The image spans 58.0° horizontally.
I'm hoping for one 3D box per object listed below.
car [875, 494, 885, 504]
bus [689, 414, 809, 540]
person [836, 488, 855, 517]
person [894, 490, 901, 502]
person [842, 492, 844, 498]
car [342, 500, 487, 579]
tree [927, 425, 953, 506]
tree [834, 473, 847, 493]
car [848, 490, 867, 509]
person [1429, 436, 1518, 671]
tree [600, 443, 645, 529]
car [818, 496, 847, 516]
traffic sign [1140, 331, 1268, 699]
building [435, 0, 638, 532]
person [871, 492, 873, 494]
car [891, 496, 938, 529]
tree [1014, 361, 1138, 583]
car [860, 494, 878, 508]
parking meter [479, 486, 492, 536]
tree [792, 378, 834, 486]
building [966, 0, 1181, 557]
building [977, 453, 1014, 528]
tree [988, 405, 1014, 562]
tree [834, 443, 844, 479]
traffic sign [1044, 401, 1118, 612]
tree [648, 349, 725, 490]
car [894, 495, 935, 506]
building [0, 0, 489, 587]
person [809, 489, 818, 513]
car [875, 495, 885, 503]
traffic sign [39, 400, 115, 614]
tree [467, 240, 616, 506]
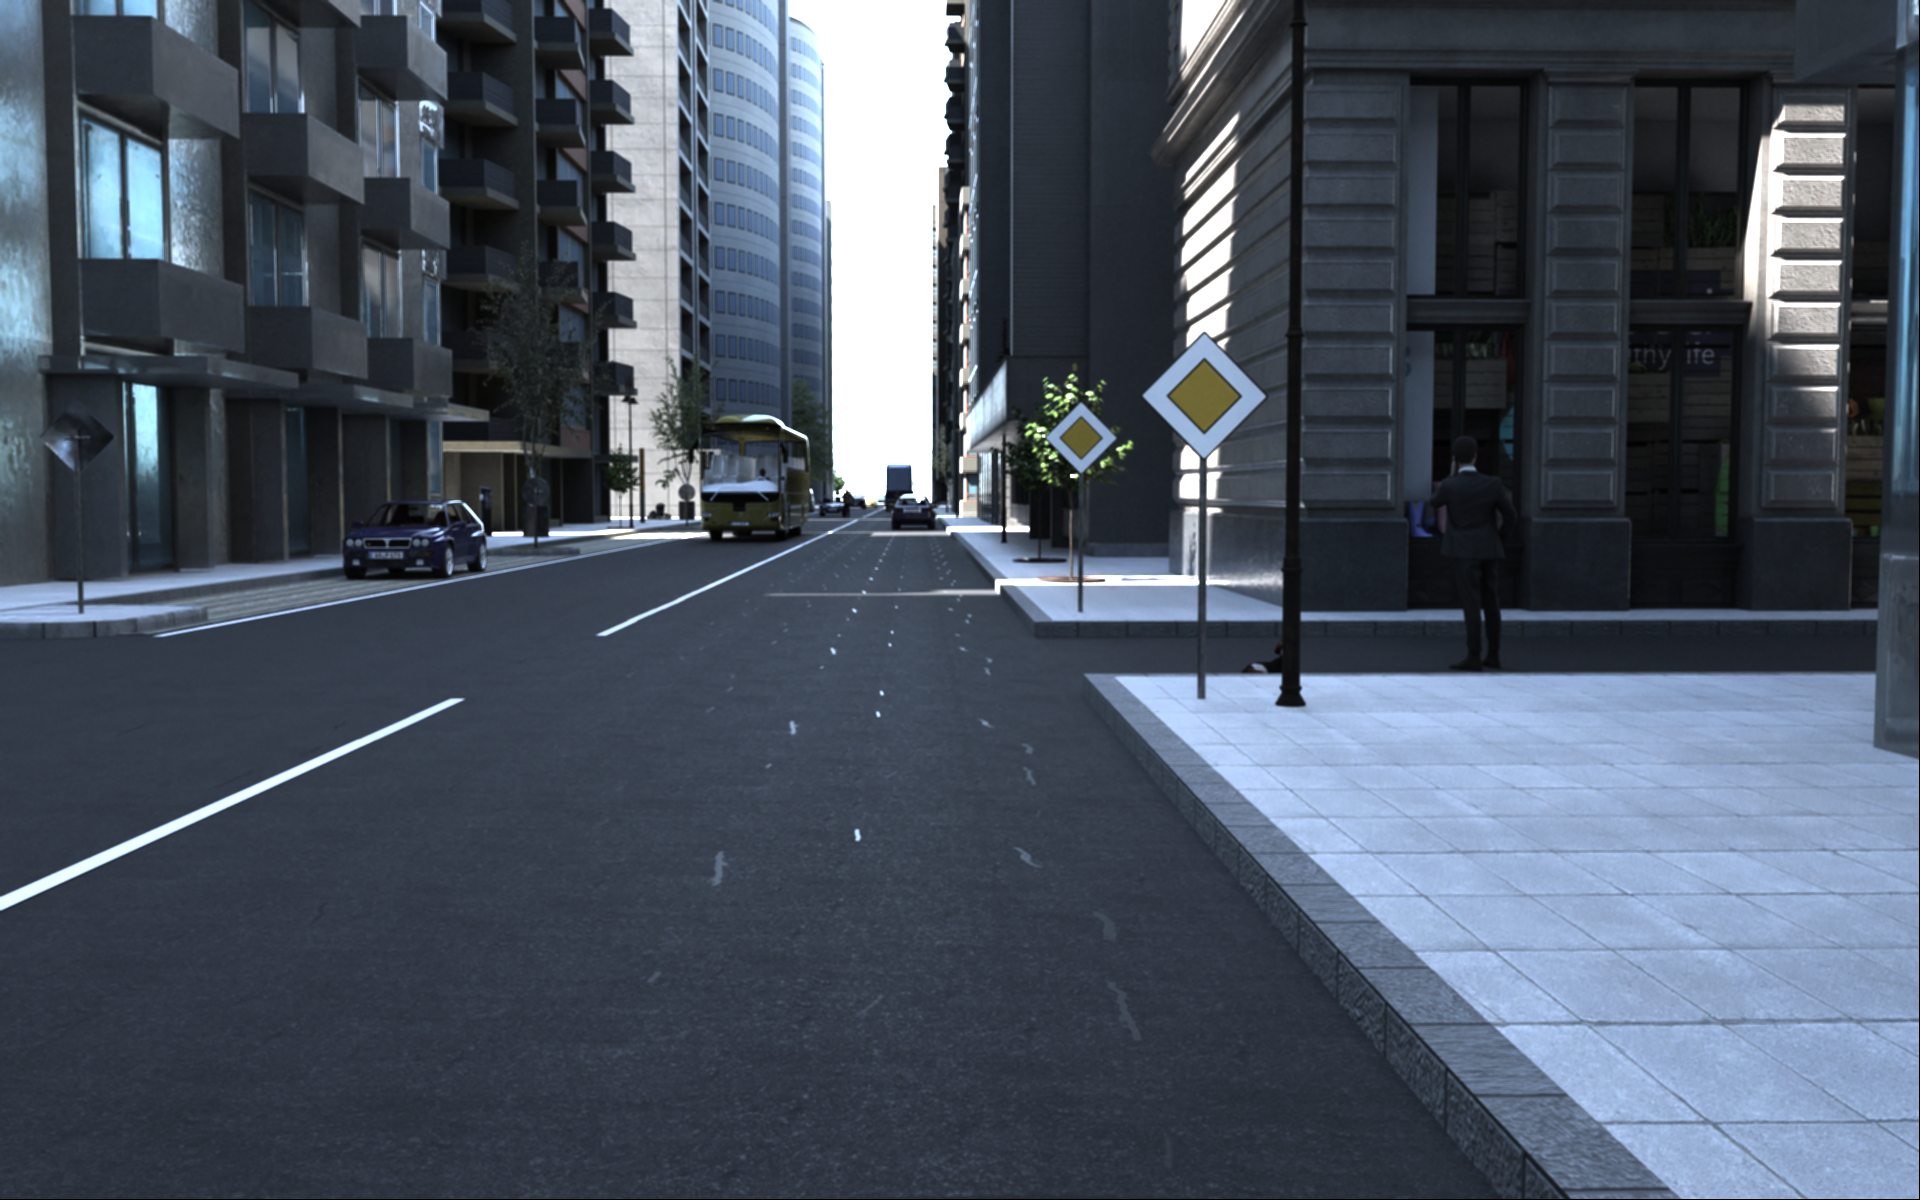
[{"bbox_3d":[-11.486,-14.428,247.689,2.131,1.459,4.920,0,4,-2],"label":"car"},{"bbox_3d":[-6.628,-4.001,56.963,2.896,3.916,12.252,0,4,-1],"label":"bus"},{"bbox_3d":[-6.996,-6.007,106.810,1.348,1.812,0.705,2,4,27],"label":"person"},{"bbox_3d":[-4.750,-7.606,133.389,0.617,1.759,0.750,-1,4,-18],"label":"person"},{"bbox_3d":[-13.265,-11.488,197.253,0.530,1.710,0.541,2,4,31],"label":"person"},{"bbox_3d":[-9.517,-1.088,30.370,1.945,1.354,3.894,0,4,-3],"label":"car"},{"bbox_3d":[-1.347,-14.085,180.655,4.360,8.622,3.978,0,3,0],"label":"tree"},{"bbox_3d":[-17.896,-16.347,250.985,4.285,4.588,4.351,0,3,0],"label":"tree"},{"bbox_3d":[-10.069,-9.678,166.912,2.281,1.827,5.304,0,4,-2],"label":"car"},{"bbox_3d":[4.176,-0.386,14.174,0.648,1.900,0.474,-1,4,-16],"label":"person"},{"bbox_3d":[-12.612,-4.302,64.939,1.663,3.219,1.824,0,3,0],"label":"tree"},{"bbox_3d":[-8.229,-6.125,112.728,1.945,1.354,3.894,0,4,-2],"label":"car"},{"bbox_3d":[1.512,-0.438,10.805,0.795,2.450,0.064,0,4,-1],"label":"traffic sign"},{"bbox_3d":[-25.378,-25.364,69.326,22.147,44.769,28.867,0,4,-1],"label":"building"},{"bbox_3d":[-10.792,-12.586,214.994,0.721,1.735,1.217,-3,4,-36],"label":"person"},{"bbox_3d":[-1.911,-3.620,71.775,1.945,1.354,3.894,0,4,0],"label":"car"},{"bbox_3d":[1.763,-1.876,25.267,1.663,3.219,1.824,0,3,0],"label":"tree"},{"bbox_3d":[-9.492,-10.395,180.184,2.015,1.641,3.980,0,3,0],"label":"car"},{"bbox_3d":[-14.450,-2.713,52.773,0.372,1.533,0.369,0,3,0],"label":"parking meter"},{"bbox_3d":[-16.250,-15.399,169.904,7.486,12.596,7.792,0,3,0],"label":"tree"},{"bbox_3d":[7.713,-14.086,49.379,14.314,24.678,30.058,0,4,-1],"label":"building"},{"bbox_3d":[6.680,-18.446,79.083,11.434,29.767,29.804,0,4,-1],"label":"building"},{"bbox_3d":[1.567,-2.326,32.625,1.663,3.219,1.824,0,3,0],"label":"tree"},{"bbox_3d":[-18.164,-18.018,244.962,4.360,8.622,3.978,0,3,0],"label":"tree"},{"bbox_3d":[1.308,-0.926,18.788,0.795,2.450,0.064,0,4,-1],"label":"traffic sign"},{"bbox_3d":[-13.999,-8.450,88.527,4.737,8.622,4.395,0,3,0],"label":"tree"},{"bbox_3d":[-2.181,-4.363,83.331,2.014,1.417,4.499,0,4,-1],"label":"car"},{"bbox_3d":[-22.980,-25.201,31.653,23.786,49.044,30.456,0,4,-1],"label":"building"},{"bbox_3d":[-11.327,-7.436,130.077,1.348,1.824,0.705,0,4,4],"label":"person"},{"bbox_3d":[-10.843,-13.703,236.407,2.083,1.381,4.827,0,4,-3],"label":"car"},{"bbox_3d":[-9.434,-0.911,18.534,0.795,2.450,0.064,0,4,-1],"label":"traffic sign"},{"bbox_3d":[-12.482,-6.177,51.356,4.360,8.622,3.978,0,3,0],"label":"tree"}]
